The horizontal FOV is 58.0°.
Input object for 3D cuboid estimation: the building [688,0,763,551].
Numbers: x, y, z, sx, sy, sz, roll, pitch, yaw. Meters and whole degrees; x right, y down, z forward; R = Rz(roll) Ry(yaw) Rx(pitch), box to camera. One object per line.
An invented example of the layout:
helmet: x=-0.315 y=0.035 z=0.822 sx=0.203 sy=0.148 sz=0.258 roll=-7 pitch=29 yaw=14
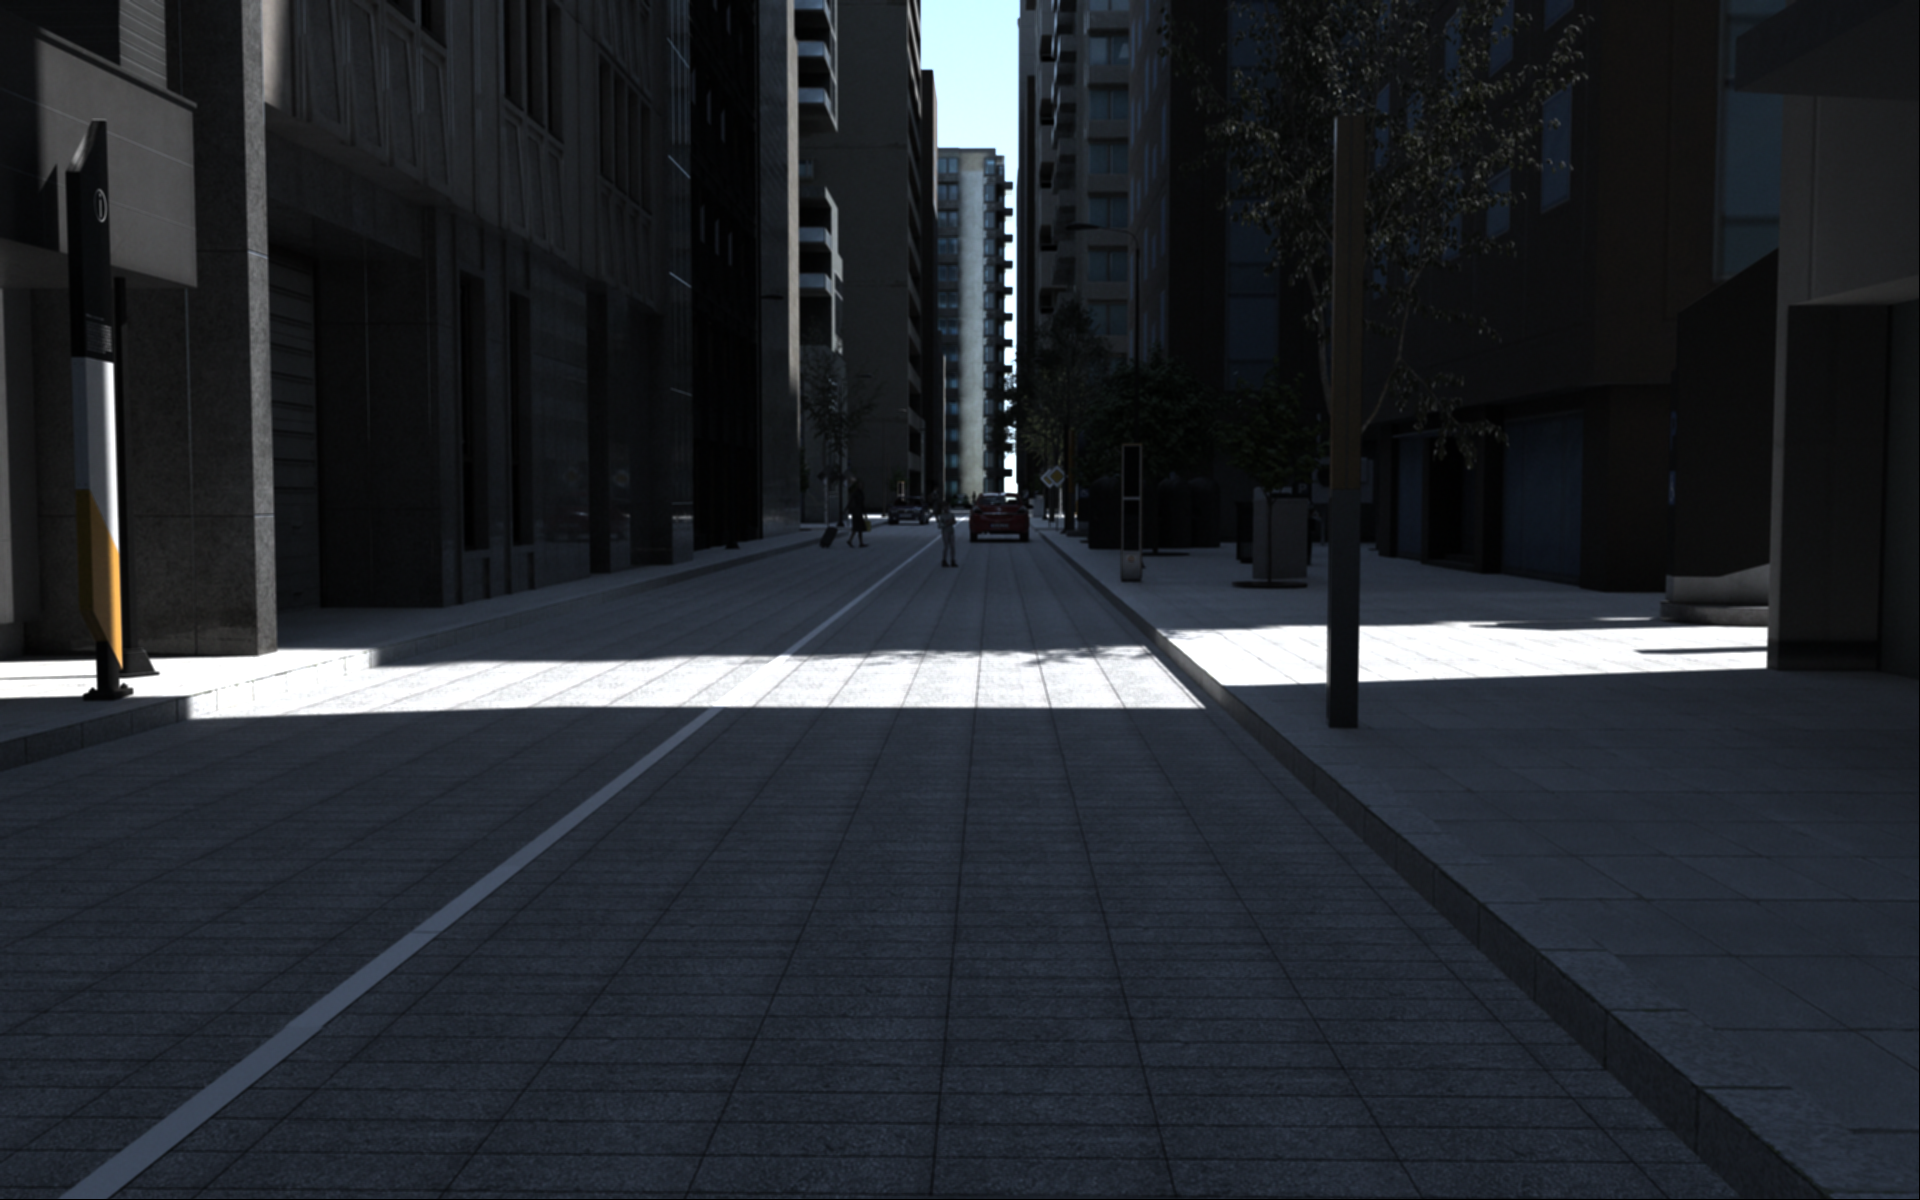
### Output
building: x=-11.929 y=-12.919 z=40.902 sx=12.332 sy=23.373 sz=15.834 roll=0 pitch=4 yaw=1

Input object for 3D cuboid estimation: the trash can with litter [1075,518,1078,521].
trash can with litter: x=6.105 y=-4.406 z=83.089 sx=1.678 sy=1.210 sz=2.233 roll=-2 pitch=4 yaw=-31

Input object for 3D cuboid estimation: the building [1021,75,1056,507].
building: x=13.816 y=-32.551 z=182.323 sx=14.600 sy=45.320 sz=14.200 roll=0 pitch=4 yaw=1

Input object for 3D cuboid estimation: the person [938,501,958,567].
person: x=-0.214 y=-1.300 z=34.039 sx=0.394 sy=1.301 sz=0.425 roll=3 pitch=5 yaw=41

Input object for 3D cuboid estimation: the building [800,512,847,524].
building: x=-16.626 y=-47.443 z=88.361 sx=22.319 sy=86.520 sz=31.000 roll=0 pitch=4 yaw=1

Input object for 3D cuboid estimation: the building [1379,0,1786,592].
building: x=15.103 y=-23.098 z=27.759 sx=14.600 sy=45.320 sz=14.200 roll=0 pitch=4 yaw=1

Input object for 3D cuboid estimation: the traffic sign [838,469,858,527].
traffic sign: x=-4.361 y=-3.903 z=67.458 sx=0.795 sy=2.450 sz=0.064 roll=0 pitch=4 yaw=1

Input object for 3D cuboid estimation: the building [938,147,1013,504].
building: x=-8.002 y=-37.775 z=237.228 sx=30.456 sy=49.044 sz=23.786 roll=0 pitch=4 yaw=1

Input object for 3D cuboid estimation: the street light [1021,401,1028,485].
street light: x=3.704 y=-6.946 z=86.104 sx=1.470 sy=5.913 sz=1.316 roll=0 pitch=4 yaw=1

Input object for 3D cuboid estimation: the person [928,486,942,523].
person: x=-1.287 y=-4.798 z=86.912 sx=0.822 sy=1.834 sz=0.622 roll=0 pitch=4 yaw=-2

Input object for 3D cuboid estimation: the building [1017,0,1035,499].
building: x=17.285 y=-40.444 z=203.255 sx=21.231 sy=58.520 sz=28.212 roll=0 pitch=4 yaw=1

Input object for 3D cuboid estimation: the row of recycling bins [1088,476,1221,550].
row of recycling bins: x=4.672 y=-2.075 z=41.043 sx=3.534 sy=1.692 sz=1.069 roll=-2 pitch=4 yaw=-28

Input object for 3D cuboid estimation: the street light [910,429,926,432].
street light: x=-3.089 y=-9.220 z=123.293 sx=1.470 sy=5.913 sz=1.316 roll=0 pitch=4 yaw=1

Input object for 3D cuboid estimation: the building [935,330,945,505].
building: x=-16.607 y=-22.055 z=205.634 sx=28.899 sy=21.520 sz=27.650 roll=0 pitch=4 yaw=1

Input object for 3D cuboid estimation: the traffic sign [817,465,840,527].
traffic sign: x=-4.523 y=-3.415 z=59.474 sx=0.795 sy=2.450 sz=0.064 roll=0 pitch=4 yaw=1

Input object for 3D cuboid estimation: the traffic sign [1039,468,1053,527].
traffic sign: x=3.481 y=-3.892 z=67.279 sx=0.795 sy=2.450 sz=0.064 roll=0 pitch=4 yaw=1

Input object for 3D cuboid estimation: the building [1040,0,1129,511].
building: x=18.044 y=-30.986 z=126.236 sx=23.786 sy=49.044 sz=30.456 roll=0 pitch=4 yaw=1

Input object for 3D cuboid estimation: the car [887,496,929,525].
car: x=-2.413 y=-4.232 z=81.769 sx=1.945 sy=1.354 sz=3.894 roll=0 pitch=4 yaw=3

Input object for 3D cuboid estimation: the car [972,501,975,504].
car: x=1.669 y=-4.938 z=92.534 sx=2.131 sy=1.459 sz=4.920 roll=0 pitch=4 yaw=3

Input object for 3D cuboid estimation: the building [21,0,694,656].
building: x=-11.363 y=-12.536 z=22.994 sx=12.078 sy=24.808 sz=19.932 roll=0 pitch=4 yaw=1

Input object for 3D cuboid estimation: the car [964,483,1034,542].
car: x=1.196 y=-2.696 z=53.119 sx=2.155 sy=1.783 sz=4.494 roll=0 pitch=4 yaw=1

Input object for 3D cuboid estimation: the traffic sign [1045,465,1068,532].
traffic sign: x=3.319 y=-3.404 z=59.296 sx=0.795 sy=2.450 sz=0.064 roll=0 pitch=4 yaw=1

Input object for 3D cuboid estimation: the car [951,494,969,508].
car: x=0.022 y=-10.286 z=176.972 sx=1.959 sy=1.807 sz=4.718 roll=0 pitch=4 yaw=2

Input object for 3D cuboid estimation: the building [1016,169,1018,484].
building: x=14.675 y=-35.584 z=231.914 sx=14.200 sy=45.320 sz=14.600 roll=0 pitch=4 yaw=1

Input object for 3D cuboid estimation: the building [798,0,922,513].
building: x=-13.849 y=-30.581 z=123.708 sx=21.300 sy=48.544 sz=21.600 roll=0 pitch=4 yaw=1

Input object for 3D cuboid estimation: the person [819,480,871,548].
person: x=-3.061 y=-2.310 z=46.479 sx=1.509 sy=1.804 sz=0.699 roll=-2 pitch=4 yaw=-26

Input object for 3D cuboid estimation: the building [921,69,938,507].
building: x=-9.414 y=-32.418 z=180.142 sx=14.600 sy=45.320 sz=14.200 roll=0 pitch=4 yaw=1

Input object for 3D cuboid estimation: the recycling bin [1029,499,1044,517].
recycling bin: x=4.239 y=-5.069 z=95.430 sx=0.722 sy=1.027 sz=0.722 roll=-1 pitch=4 yaw=-17

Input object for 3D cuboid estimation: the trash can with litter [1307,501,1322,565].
trash can with litter: x=5.899 y=-1.203 z=31.064 sx=1.055 sy=1.170 sz=0.624 roll=-1 pitch=4 yaw=-22

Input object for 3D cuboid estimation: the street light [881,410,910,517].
street light: x=-3.658 y=-7.524 z=95.564 sx=1.470 sy=5.913 sz=1.316 roll=0 pitch=4 yaw=1

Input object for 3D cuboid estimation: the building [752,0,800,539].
building: x=-13.981 y=-12.171 z=53.748 sx=16.860 sy=20.320 sz=10.420 roll=0 pitch=4 yaw=1

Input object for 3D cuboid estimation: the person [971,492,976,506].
person: x=1.610 y=-12.084 z=206.904 sx=0.721 sy=1.723 sz=1.217 roll=2 pitch=4 yaw=28

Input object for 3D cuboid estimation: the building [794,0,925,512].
building: x=-14.126 y=-51.605 z=156.417 sx=22.319 sy=86.520 sz=31.000 roll=0 pitch=4 yaw=1

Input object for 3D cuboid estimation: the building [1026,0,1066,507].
building: x=20.641 y=-34.961 z=160.857 sx=28.713 sy=52.752 sz=27.495 roll=0 pitch=4 yaw=1

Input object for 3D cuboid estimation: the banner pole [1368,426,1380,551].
banner pole: x=9.664 y=-3.011 z=39.246 sx=0.401 sy=3.779 sz=0.863 roll=-3 pitch=4 yaw=-36

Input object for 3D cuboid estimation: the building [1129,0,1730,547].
building: x=12.476 y=-24.520 z=51.015 sx=14.600 sy=45.320 sz=14.200 roll=0 pitch=4 yaw=1
